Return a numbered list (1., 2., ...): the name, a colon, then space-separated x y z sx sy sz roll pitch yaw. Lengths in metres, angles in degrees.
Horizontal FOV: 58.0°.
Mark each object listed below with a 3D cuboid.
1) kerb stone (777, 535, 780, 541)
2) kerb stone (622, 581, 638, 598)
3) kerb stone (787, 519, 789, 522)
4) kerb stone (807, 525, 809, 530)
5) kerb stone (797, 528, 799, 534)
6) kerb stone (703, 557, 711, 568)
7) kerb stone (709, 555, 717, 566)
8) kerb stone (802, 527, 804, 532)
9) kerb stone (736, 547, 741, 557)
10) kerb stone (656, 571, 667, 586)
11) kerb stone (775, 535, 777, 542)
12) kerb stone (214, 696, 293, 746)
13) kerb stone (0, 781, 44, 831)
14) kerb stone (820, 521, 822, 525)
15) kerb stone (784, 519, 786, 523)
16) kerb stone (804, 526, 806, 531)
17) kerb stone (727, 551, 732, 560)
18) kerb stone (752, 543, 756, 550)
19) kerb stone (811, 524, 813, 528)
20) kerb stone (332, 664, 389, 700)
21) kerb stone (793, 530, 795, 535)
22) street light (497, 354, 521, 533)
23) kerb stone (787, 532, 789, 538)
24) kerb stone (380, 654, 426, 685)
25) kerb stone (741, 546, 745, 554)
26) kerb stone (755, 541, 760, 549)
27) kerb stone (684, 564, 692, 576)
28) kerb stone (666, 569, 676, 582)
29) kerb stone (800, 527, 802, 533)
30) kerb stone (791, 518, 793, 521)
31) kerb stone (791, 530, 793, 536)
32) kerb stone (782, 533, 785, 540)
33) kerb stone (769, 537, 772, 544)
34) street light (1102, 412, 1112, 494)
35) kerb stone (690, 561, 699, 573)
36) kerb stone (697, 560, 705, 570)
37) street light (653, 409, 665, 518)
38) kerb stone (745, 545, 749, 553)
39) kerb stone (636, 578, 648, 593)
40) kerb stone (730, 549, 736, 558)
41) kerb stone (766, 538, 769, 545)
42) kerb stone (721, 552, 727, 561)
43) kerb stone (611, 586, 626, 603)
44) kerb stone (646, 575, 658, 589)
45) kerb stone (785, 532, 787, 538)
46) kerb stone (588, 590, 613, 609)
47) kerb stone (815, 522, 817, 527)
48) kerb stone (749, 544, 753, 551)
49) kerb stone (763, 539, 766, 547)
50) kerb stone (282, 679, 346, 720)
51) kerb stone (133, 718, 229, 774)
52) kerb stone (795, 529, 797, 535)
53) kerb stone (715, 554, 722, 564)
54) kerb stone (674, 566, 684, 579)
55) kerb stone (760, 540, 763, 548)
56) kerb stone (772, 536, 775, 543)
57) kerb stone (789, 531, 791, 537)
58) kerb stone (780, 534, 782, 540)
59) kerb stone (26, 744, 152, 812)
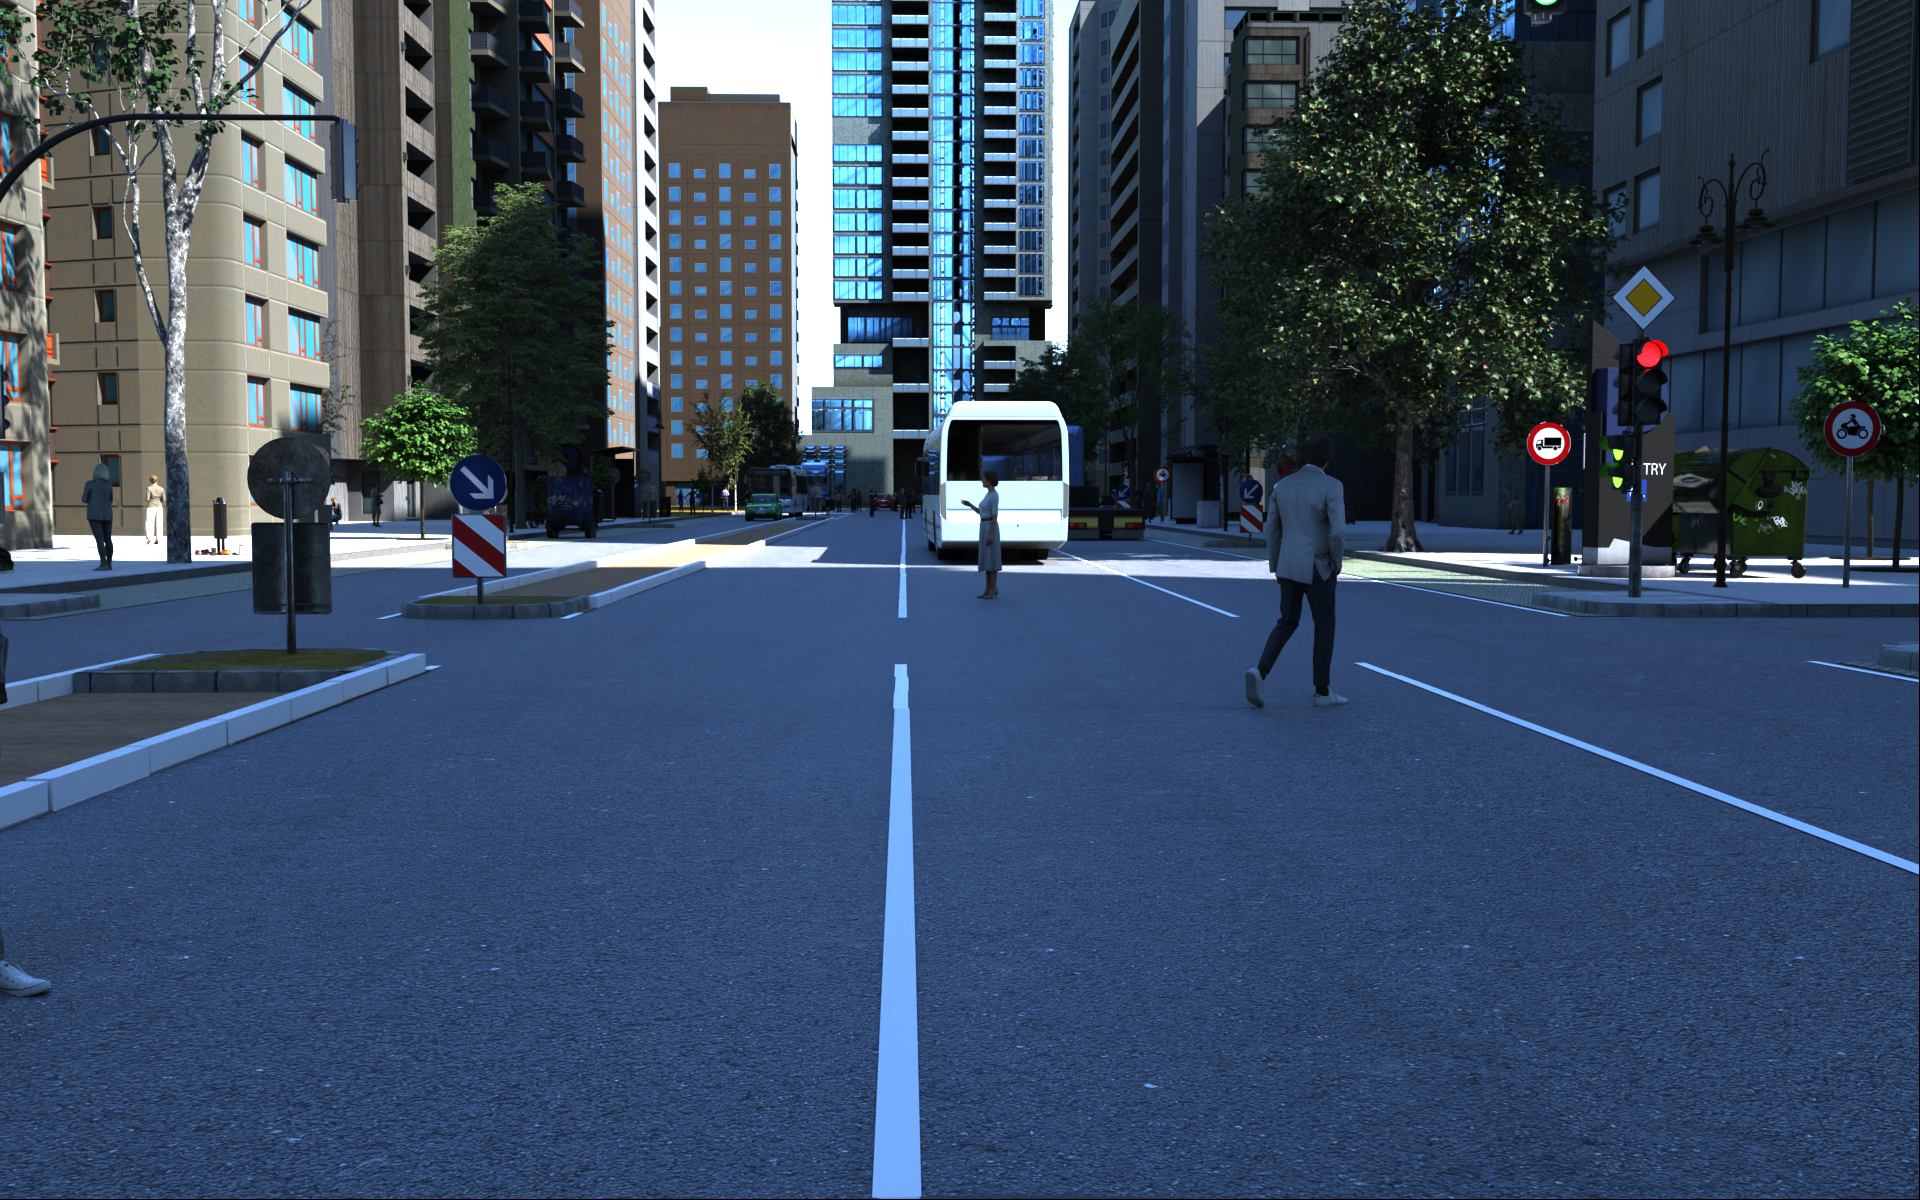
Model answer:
1. kerb stone: -5.571 -1.817 51.910 0.120 0.150 1.000 0 4 -2
2. kerb stone: -4.681 -0.124 24.227 0.120 0.150 1.000 0 4 -2
3. kerb stone: -8.785 -3.942 86.648 0.120 0.150 1.000 0 4 -2
4. kerb stone: -6.062 -2.756 67.277 0.120 0.150 1.000 0 4 -2
5. kerb stone: -5.867 -2.379 61.130 0.120 0.150 1.000 0 4 -2
6. kerb stone: -4.985 -0.685 33.465 0.120 0.150 1.000 0 4 -2
7. kerb stone: -5.004 -0.749 34.487 0.120 0.150 1.000 0 4 -2
8. kerb stone: -5.962 -2.564 64.200 0.120 0.150 1.000 0 4 -2
9. kerb stone: -5.179 -1.065 39.616 0.120 0.150 1.000 0 4 -2
10. kerb stone: -4.783 -0.313 27.309 0.120 0.150 1.000 0 4 -2
11. kerb stone: -5.537 -1.755 50.888 0.120 0.150 1.000 0 4 -2
12. kerb stone: -4.237 0.725 10.347 0.120 0.150 1.000 0 4 -2
13. kerb stone: -4.142 0.920 7.282 0.120 0.150 1.000 0 4 -2
14. kerb stone: -6.394 -3.384 77.526 0.120 0.150 1.000 0 4 -2
15. kerb stone: -8.721 -3.817 84.597 0.120 0.150 1.000 0 4 -2
16. kerb stone: -5.999 -2.626 65.221 0.120 0.150 1.000 0 4 -2
17. kerb stone: -5.115 -0.933 37.564 0.120 0.150 1.000 0 4 -2
18. kerb stone: -5.310 -1.308 43.705 0.120 0.150 1.000 0 4 -2
19. kerb stone: -6.165 -2.945 70.345 0.120 0.150 1.000 0 4 -2
20. kerb stone: -4.315 0.599 12.398 0.120 0.150 1.000 0 4 -2
21. kerb stone: -5.809 -2.255 59.084 0.120 0.150 1.000 0 4 -2
22. street light: -14.857 -5.163 57.208 0.468 5.910 1.993 0 4 -2
23. kerb stone: -5.706 -2.068 56.004 0.120 0.150 1.000 0 4 -2
24. kerb stone: -4.340 0.537 13.423 0.120 0.150 1.000 0 4 -2
25. kerb stone: -5.216 -1.118 40.638 0.120 0.150 1.000 0 4 -2
26. kerb stone: -5.343 -1.377 44.738 0.120 0.150 1.000 0 4 -2
27. kerb stone: -4.875 -0.502 30.400 0.120 0.150 1.000 0 4 -2
28. kerb stone: -4.813 -0.376 28.341 0.120 0.150 1.000 0 4 -2
29. kerb stone: -5.936 -2.504 63.176 0.120 0.150 1.000 0 4 -2
30. kerb stone: -8.895 -4.130 89.725 0.120 0.150 1.000 0 4 -2
31. kerb stone: -5.773 -2.191 58.052 0.120 0.150 1.000 0 4 -2
32. kerb stone: -5.634 -1.943 53.957 0.120 0.150 1.000 0 4 -2
33. kerb stone: -5.481 -1.629 48.832 0.120 0.150 1.000 0 4 -2
34. street light: 8.044 -7.511 95.591 0.468 5.910 1.993 0 4 -2
35. kerb stone: -4.910 -0.564 31.422 0.120 0.150 1.000 0 4 -2
36. kerb stone: -4.946 -0.625 32.443 0.120 0.150 1.000 0 4 -2
37. street light: -16.151 -7.360 93.127 0.468 5.910 1.993 0 4 -2
38. kerb stone: -5.245 -1.190 41.659 0.120 0.150 1.000 0 4 -2
39. kerb stone: -4.718 -0.186 25.262 0.120 0.150 1.000 0 4 -2
40. kerb stone: -5.149 -0.995 38.590 0.120 0.150 1.000 0 4 -2
41. kerb stone: -5.444 -1.563 47.810 0.120 0.150 1.000 0 4 -2
42. kerb stone: -5.082 -0.877 36.542 0.120 0.150 1.000 0 4 -2
43. kerb stone: -4.648 -0.056 23.205 0.120 0.150 1.000 0 4 -2
44. kerb stone: -4.748 -0.250 26.284 0.120 0.150 1.000 0 4 -2
45. kerb stone: -5.668 -2.001 54.981 0.120 0.150 1.000 0 4 -2
46. kerb stone: -4.617 0.001 22.174 0.120 0.150 1.000 0 4 -2
47. kerb stone: -6.270 -3.132 73.426 0.120 0.150 1.000 0 4 -2
48. kerb stone: -5.270 -1.247 42.682 0.120 0.150 1.000 0 4 -2
49. kerb stone: -5.406 -1.504 46.786 0.120 0.150 1.000 0 4 -2
50. kerb stone: -4.274 0.665 11.369 0.120 0.150 1.000 0 4 -2
51. kerb stone: -4.206 0.787 9.326 0.120 0.150 1.000 0 4 -2
52. kerb stone: -5.834 -2.319 60.108 0.120 0.150 1.000 0 4 -2
53. kerb stone: -5.053 -0.814 35.509 0.120 0.150 1.000 0 4 -2
54. kerb stone: -4.846 -0.439 29.371 0.120 0.150 1.000 0 4 -2
55. kerb stone: -5.373 -1.439 45.765 0.120 0.150 1.000 0 4 -2
56. kerb stone: -5.508 -1.691 49.859 0.120 0.150 1.000 0 4 -2
57. kerb stone: -5.734 -2.130 57.026 0.120 0.150 1.000 0 4 -2
58. kerb stone: -5.611 -1.880 52.932 0.120 0.150 1.000 0 4 -2
59. kerb stone: -4.166 0.850 8.305 0.120 0.150 1.000 0 4 -2
